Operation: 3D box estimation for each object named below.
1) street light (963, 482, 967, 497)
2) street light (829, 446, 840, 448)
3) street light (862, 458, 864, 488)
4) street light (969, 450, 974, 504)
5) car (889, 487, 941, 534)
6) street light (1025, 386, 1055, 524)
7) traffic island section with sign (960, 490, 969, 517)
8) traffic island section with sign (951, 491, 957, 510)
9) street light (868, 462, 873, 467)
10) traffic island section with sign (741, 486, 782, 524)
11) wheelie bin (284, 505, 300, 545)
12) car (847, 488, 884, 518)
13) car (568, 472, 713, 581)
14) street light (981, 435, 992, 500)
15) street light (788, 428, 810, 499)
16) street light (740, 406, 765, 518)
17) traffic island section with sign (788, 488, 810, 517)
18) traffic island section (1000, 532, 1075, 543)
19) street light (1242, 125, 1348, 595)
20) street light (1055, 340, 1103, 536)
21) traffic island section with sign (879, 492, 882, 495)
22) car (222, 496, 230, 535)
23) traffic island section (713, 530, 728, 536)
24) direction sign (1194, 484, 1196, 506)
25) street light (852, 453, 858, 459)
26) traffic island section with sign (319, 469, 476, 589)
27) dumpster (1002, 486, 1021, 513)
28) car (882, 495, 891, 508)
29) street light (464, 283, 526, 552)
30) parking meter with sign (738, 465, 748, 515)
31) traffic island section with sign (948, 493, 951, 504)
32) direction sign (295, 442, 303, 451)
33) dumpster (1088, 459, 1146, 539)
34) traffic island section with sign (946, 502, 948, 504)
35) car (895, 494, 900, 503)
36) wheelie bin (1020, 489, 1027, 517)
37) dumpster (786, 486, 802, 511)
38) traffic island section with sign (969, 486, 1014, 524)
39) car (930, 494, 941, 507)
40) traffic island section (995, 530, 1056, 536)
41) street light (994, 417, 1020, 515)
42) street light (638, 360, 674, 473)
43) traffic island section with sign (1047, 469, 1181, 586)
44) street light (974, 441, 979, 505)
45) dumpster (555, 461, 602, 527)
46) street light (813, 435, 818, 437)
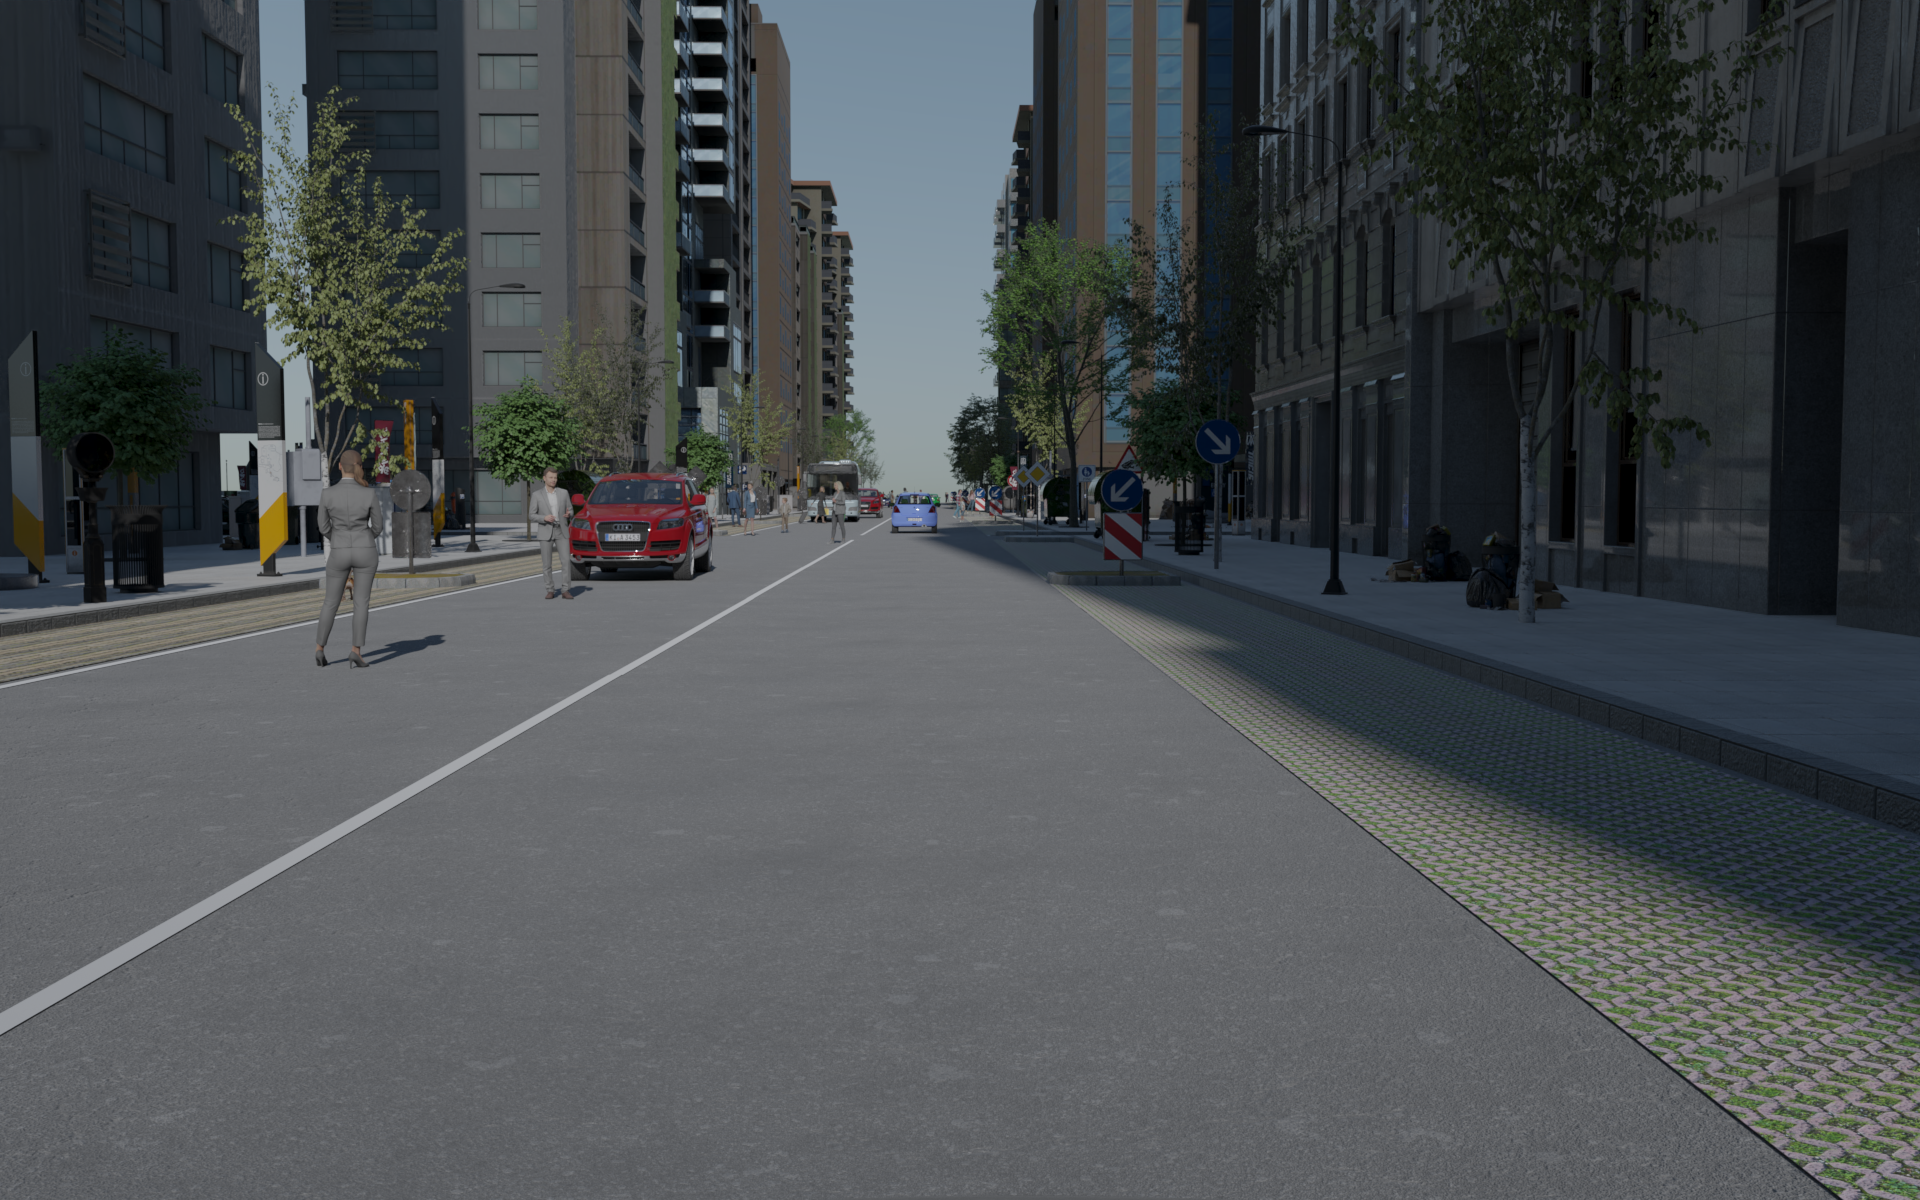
[{"bbox_3d":[1.382,-14.627,211.687,1.470,5.913,1.316,0,4,-1],"label":"street light"},{"bbox_3d":[-12.270,-11.901,167.114,1.470,5.913,1.316,0,4,-1],"label":"street light"},{"bbox_3d":[-12.985,-15.175,220.652,1.470,5.913,1.316,0,4,-1],"label":"street light"},{"bbox_3d":[1.820,-12.775,181.409,1.470,5.913,1.316,0,4,-1],"label":"street light"},{"bbox_3d":[-1.678,-3.339,64.184,1.945,1.707,3.694,0,4,-1],"label":"car"},{"bbox_3d":[3.471,-6.176,73.511,1.470,5.913,1.316,0,4,-1],"label":"street light"},{"bbox_3d":[1.146,-6.220,110.330,1.989,1.847,2.006,0,4,-1],"label":"traffic island section with sign"},{"bbox_3d":[0.391,-9.266,160.127,1.989,1.847,2.006,0,4,-1],"label":"traffic island section with sign"},{"bbox_3d":[-13.463,-17.076,251.738,1.470,5.913,1.316,0,4,-1],"label":"street light"},{"bbox_3d":[-9.551,-4.562,83.219,1.989,1.847,2.006,0,4,-1],"label":"traffic island section with sign"},{"bbox_3d":[-17.048,-2.178,43.521,0.980,1.594,0.693,-2,4,-35],"label":"wheelie bin"},{"bbox_3d":[-5.676,-5.826,103.932,2.281,1.827,5.304,0,4,0],"label":"car"},{"bbox_3d":[-5.517,-1.322,30.292,2.281,1.827,5.304,0,4,-3],"label":"car"},{"bbox_3d":[2.496,-9.969,135.531,1.470,5.913,1.316,0,4,-1],"label":"street light"},{"bbox_3d":[-11.538,-9.140,121.984,1.470,5.913,1.316,0,4,-1],"label":"street light"},{"bbox_3d":[-11.023,-7.288,91.706,1.470,5.913,1.316,0,4,-1],"label":"street light"},{"bbox_3d":[-9.973,-6.211,110.171,1.989,1.847,2.006,0,4,-1],"label":"traffic island section with sign"},{"bbox_3d":[2.364,-1.848,52.501,2.009,0.180,2.903,0,4,-1],"label":"traffic island section"},{"bbox_3d":[4.252,-3.025,21.993,1.470,5.913,1.316,0,4,-1],"label":"street light"},{"bbox_3d":[3.735,-4.884,52.395,1.470,5.913,1.316,0,4,-1],"label":"street light"},{"bbox_3d":[-12.398,-15.977,269.854,1.989,1.847,2.006,0,4,-1],"label":"traffic island section with sign"},{"bbox_3d":[-23.653,-2.756,54.848,4.222,1.686,2.009,0,4,-3],"label":"car"},{"bbox_3d":[-9.198,-2.326,60.317,2.009,0.180,2.903,0,4,-1],"label":"traffic island section"},{"bbox_3d":[8.500,-4.317,62.586,0.379,3.537,0.876,-1,4,-13],"label":"direction sign"},{"bbox_3d":[-12.718,-13.791,198.016,1.470,5.913,1.316,0,4,-1],"label":"street light"},{"bbox_3d":[-8.693,-1.126,27.044,1.989,1.847,2.006,0,4,-1],"label":"traffic island section with sign"},{"bbox_3d":[3.473,-6.813,117.158,1.264,1.857,1.865,0,4,-1],"label":"dumpster"},{"bbox_3d":[-8.220,-10.401,182.643,1.945,1.354,3.894,0,4,-3],"label":"car"},{"bbox_3d":[-10.241,-4.015,38.181,1.470,5.913,1.316,0,4,-1],"label":"street light"},{"bbox_3d":[-12.999,-6.597,104.127,0.543,3.016,1.738,-1,4,-13],"label":"parking meter with sign"},{"bbox_3d":[-0.021,-10.939,187.477,1.989,1.847,2.006,0,4,-1],"label":"traffic island section with sign"},{"bbox_3d":[-28.998,-5.142,76.065,0.379,3.537,0.876,-3,5,-41],"label":"direction sign"},{"bbox_3d":[4.453,-2.847,49.043,1.502,2.255,1.985,0,4,-1],"label":"dumpster"},{"bbox_3d":[-0.856,-14.304,242.494,1.989,1.847,2.006,0,4,-1],"label":"traffic island section with sign"},{"bbox_3d":[-9.296,-15.915,272.205,2.014,1.417,4.499,0,4,0],"label":"car"},{"bbox_3d":[3.709,-5.412,96.400,0.693,1.594,0.980,0,4,4],"label":"wheelie bin"},{"bbox_3d":[-12.344,-7.533,128.914,1.264,1.857,1.865,0,4,-1],"label":"dumpster"},{"bbox_3d":[1.571,-4.543,82.904,1.989,1.847,2.006,0,4,-1],"label":"traffic island section with sign"},{"bbox_3d":[-3.038,-10.877,186.632,1.959,1.807,4.718,0,4,-1],"label":"car"},{"bbox_3d":[2.242,-2.337,60.486,2.009,0.180,2.903,0,4,-1],"label":"traffic island section"},{"bbox_3d":[2.975,-8.095,104.901,1.470,5.913,1.316,0,4,-1],"label":"street light"},{"bbox_3d":[-10.605,-5.361,60.189,1.470,5.913,1.316,0,4,-1],"label":"street light"},{"bbox_3d":[2.418,-1.172,27.794,1.989,1.847,2.006,0,4,-1],"label":"traffic island section with sign"},{"bbox_3d":[2.206,-10.923,151.129,1.470,5.913,1.316,0,4,-1],"label":"street light"},{"bbox_3d":[-11.141,-2.937,50.509,1.502,2.255,1.985,0,4,-1],"label":"dumpster"},{"bbox_3d":[-11.849,-10.034,136.599,1.470,5.913,1.316,0,4,-1],"label":"street light"}]
